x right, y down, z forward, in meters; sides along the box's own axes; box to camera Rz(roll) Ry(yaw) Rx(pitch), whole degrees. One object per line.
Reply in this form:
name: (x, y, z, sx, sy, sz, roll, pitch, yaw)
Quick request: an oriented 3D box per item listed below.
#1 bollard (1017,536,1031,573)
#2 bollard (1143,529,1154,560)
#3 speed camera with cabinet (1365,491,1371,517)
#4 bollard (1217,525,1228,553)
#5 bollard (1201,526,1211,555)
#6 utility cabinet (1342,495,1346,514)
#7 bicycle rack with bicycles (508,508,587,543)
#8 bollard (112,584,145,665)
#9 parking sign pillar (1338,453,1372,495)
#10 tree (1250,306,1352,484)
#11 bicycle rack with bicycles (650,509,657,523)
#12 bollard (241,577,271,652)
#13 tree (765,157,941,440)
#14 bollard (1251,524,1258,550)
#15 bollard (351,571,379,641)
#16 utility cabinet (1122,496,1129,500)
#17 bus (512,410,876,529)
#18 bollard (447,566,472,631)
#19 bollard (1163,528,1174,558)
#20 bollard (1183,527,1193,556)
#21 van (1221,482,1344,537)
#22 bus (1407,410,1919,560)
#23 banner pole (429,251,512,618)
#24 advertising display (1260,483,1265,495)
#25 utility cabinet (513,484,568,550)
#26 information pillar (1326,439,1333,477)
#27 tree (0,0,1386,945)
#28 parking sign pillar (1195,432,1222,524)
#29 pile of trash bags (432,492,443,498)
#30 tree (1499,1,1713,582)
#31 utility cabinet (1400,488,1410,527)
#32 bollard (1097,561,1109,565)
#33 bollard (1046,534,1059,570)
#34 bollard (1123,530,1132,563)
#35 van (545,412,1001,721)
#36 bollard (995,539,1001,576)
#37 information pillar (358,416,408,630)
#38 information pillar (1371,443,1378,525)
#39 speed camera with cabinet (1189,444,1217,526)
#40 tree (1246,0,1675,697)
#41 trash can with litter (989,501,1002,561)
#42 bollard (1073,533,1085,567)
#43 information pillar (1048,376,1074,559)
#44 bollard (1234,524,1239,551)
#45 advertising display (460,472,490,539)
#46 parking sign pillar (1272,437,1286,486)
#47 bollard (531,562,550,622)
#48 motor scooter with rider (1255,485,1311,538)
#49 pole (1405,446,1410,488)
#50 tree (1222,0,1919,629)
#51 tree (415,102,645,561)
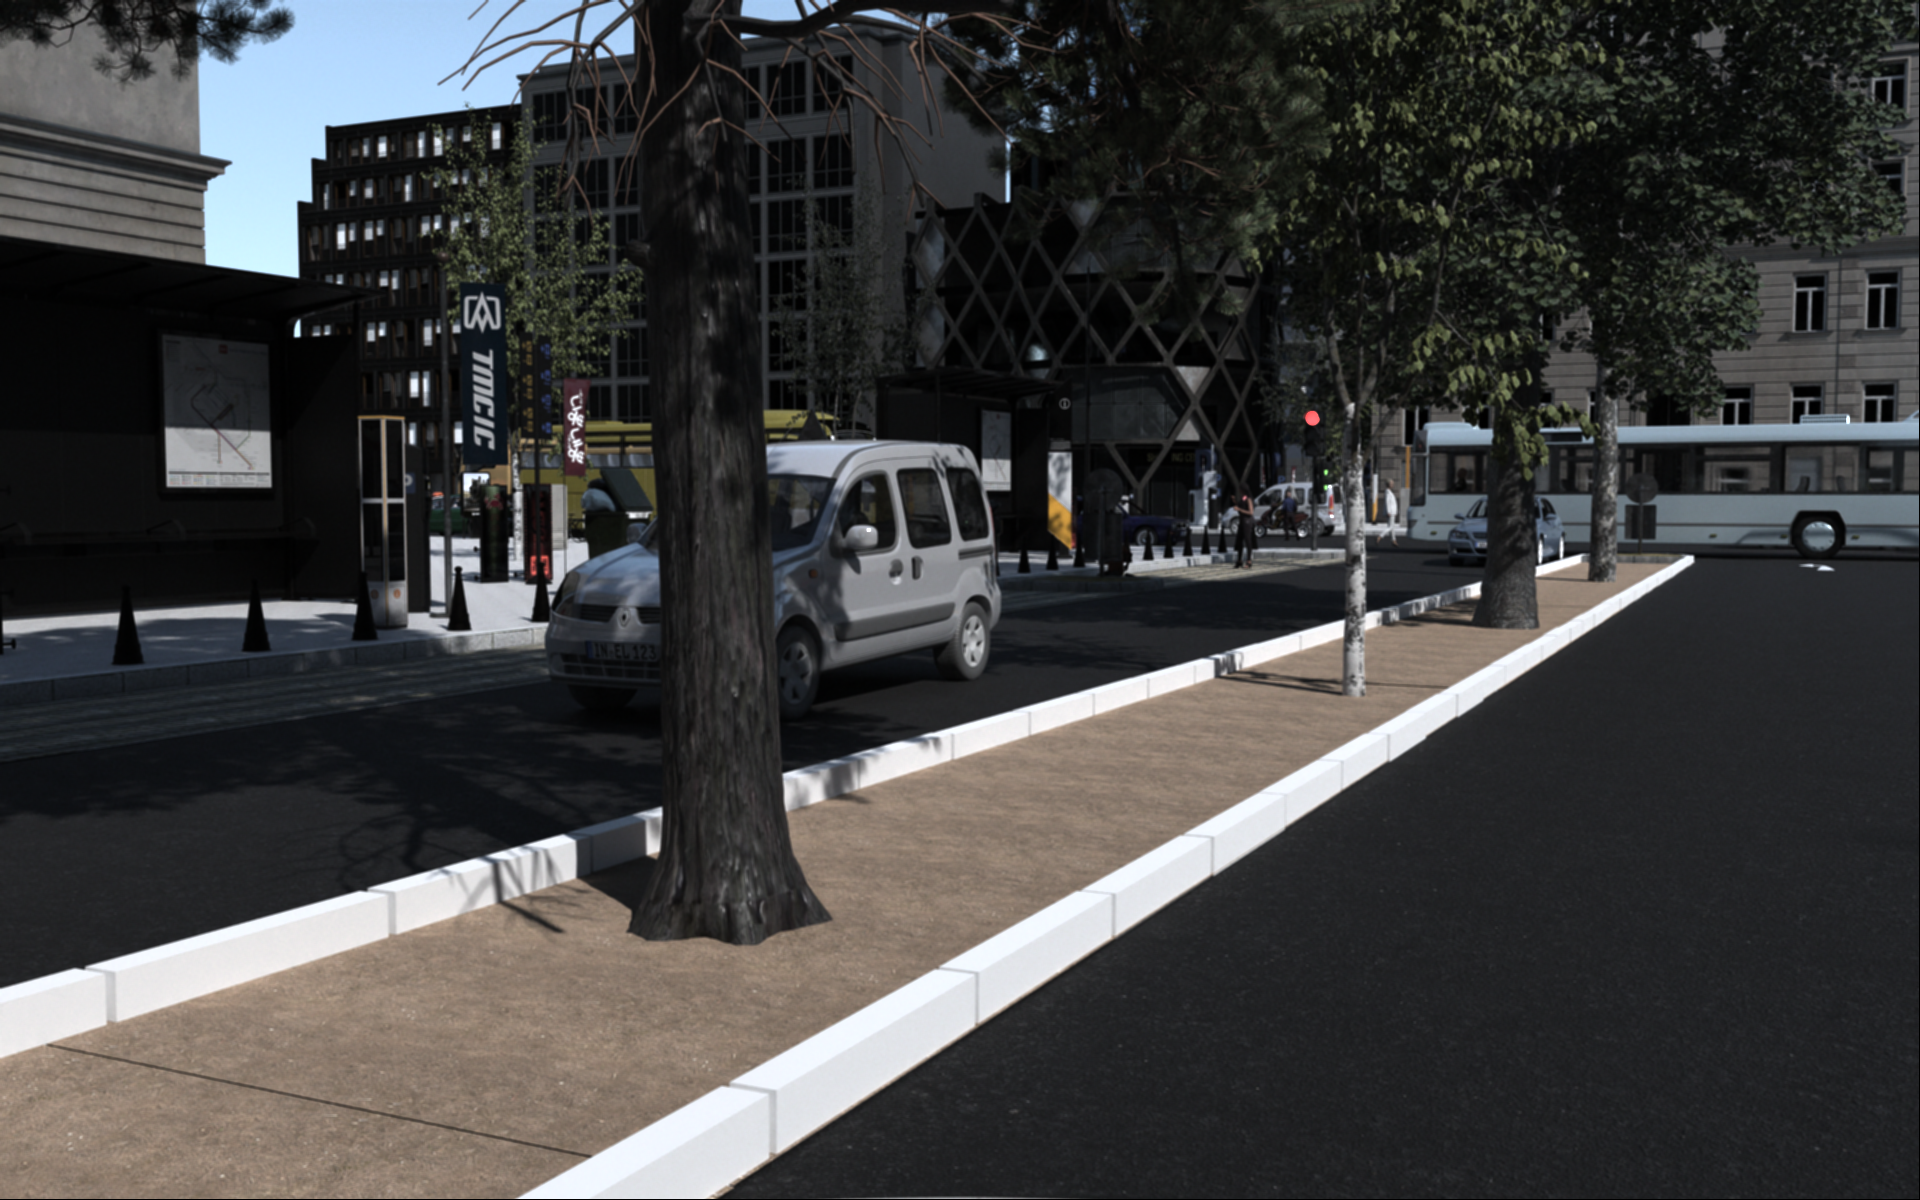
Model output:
bollard: (1.044, -0.744, 28.199, 0.229, 0.601, 0.229, 0, 3, 0)
bollard: (3.654, -1.073, 33.584, 0.229, 0.601, 0.229, 0, 3, 0)
speed camera with cabinet: (22.566, -6.169, 95.196, 2.038, 3.252, 0.660, 0, 4, 3)
bollard: (5.743, -1.337, 37.896, 0.229, 0.601, 0.229, 0, 3, 0)
bollard: (5.224, -1.271, 36.819, 0.229, 0.601, 0.229, 0, 3, 0)
utility cabinet: (24.398, -6.067, 110.356, 0.306, 1.237, 1.020, 1, 4, 21)
bicycle rack with bicycles: (-10.676, -1.976, 45.692, 2.925, 0.926, 2.852, 2, 4, 28)
bollard: (-6.290, 0.181, 13.079, 0.229, 0.601, 0.229, 0, 3, 0)
parking sign pillar: (25.821, -7.667, 113.830, 1.447, 3.967, 1.447, -2, 4, -29)
tree: (13.021, -7.009, 64.957, 4.360, 8.622, 3.978, 0, 3, 0)
bicycle rack with bicycles: (-16.133, -4.298, 83.649, 2.852, 0.926, 2.925, -1, 4, -9)
bollard: (-5.760, 0.115, 14.162, 0.229, 0.601, 0.229, 0, 3, 0)
tree: (-2.537, -5.407, 38.774, 4.360, 8.622, 3.978, 0, 3, 0)
bollard: (6.792, -1.469, 40.061, 0.229, 0.601, 0.229, 0, 3, 0)
bollard: (-5.242, 0.049, 15.239, 0.229, 0.601, 0.229, 0, 3, 0)
utility cabinet: (6.165, -3.504, 68.444, 1.020, 1.237, 0.306, -2, 4, -27)
bus: (-7.952, -3.721, 52.380, 12.252, 3.916, 2.896, 2, 4, 26)
bollard: (-4.720, -0.017, 16.314, 0.229, 0.601, 0.229, 0, 3, 0)
bollard: (4.178, -1.139, 34.666, 0.229, 0.601, 0.229, 0, 3, 0)
bollard: (4.703, -1.205, 35.744, 0.229, 0.601, 0.229, 0, 3, 0)
van: (11.002, -3.197, 59.277, 4.112, 2.044, 2.013, 2, 4, 26)
bus: (16.380, -2.764, 40.050, 13.247, 3.499, 2.948, 2, 4, 27)
banner pole: (-5.122, -1.716, 18.069, 0.863, 3.779, 0.401, -1, 4, -21)
advertising display: (18.028, -5.999, 103.299, 0.974, 1.923, 0.123, 3, 4, 39)
utility cabinet: (-9.575, -1.887, 39.535, 1.173, 1.500, 0.318, -2, 4, -31)
information pillar: (15.748, -5.042, 73.792, 0.183, 3.616, 0.504, -1, 4, -14)
tree: (-0.857, -4.950, 5.447, 6.751, 12.117, 7.091, 0, 3, 0)
parking sign pillar: (10.742, -5.291, 74.973, 1.447, 3.967, 1.447, -2, 4, -34)
pile of trash bags: (-23.454, -4.390, 81.534, 1.912, 1.369, 3.447, 2, 4, 32)
tree: (9.741, -10.431, 28.896, 12.611, 20.169, 13.585, 0, 3, 0)
utility cabinet: (17.464, -3.526, 66.334, 1.173, 1.500, 0.318, 1, 4, 22)
bollard: (2.611, -0.941, 31.433, 0.229, 0.601, 0.229, 0, 3, 0)
bollard: (1.561, -0.809, 29.276, 0.229, 0.601, 0.229, 0, 3, 0)
bollard: (3.129, -1.007, 32.510, 0.229, 0.601, 0.229, 0, 3, 0)
van: (-1.197, -0.331, 12.417, 2.013, 2.044, 4.112, 2, 4, 26)
bollard: (0.521, -0.678, 27.124, 0.229, 0.601, 0.229, 0, 3, 0)
information pillar: (-5.473, -0.731, 16.440, 0.304, 2.012, 0.304, 1, 4, 22)
information pillar: (17.260, -4.931, 71.972, 0.183, 3.616, 0.504, 2, 4, 25)
speed camera with cabinet: (9.716, -4.588, 69.347, 0.660, 3.252, 2.038, 0, 4, -8)
tree: (2.716, -3.605, 11.754, 4.737, 8.622, 4.395, 0, 3, 0)
trash can with litter: (0.216, -1.115, 29.619, 1.055, 1.170, 0.624, 3, 5, 43)
bollard: (2.090, -0.876, 30.357, 0.229, 0.601, 0.229, 0, 3, 0)
information pillar: (1.991, -2.629, 34.334, 0.504, 3.616, 0.183, -1, 4, -11)
bollard: (6.269, -1.403, 38.974, 0.229, 0.601, 0.229, 0, 3, 0)
advertising display: (-13.949, -2.732, 49.888, 0.123, 1.923, 0.974, 3, 4, 37)
parking sign pillar: (14.973, -5.672, 81.211, 1.447, 3.967, 1.447, 0, 4, 2)
bollard: (-4.200, -0.083, 17.391, 0.229, 0.601, 0.229, 0, 3, 0)
motor scooter with rider: (10.552, -2.908, 56.506, 1.986, 1.779, 0.876, 2, 4, 25)
pole: (19.019, -4.879, 73.622, 0.158, 3.312, 0.155, 0, 3, 0)
tree: (5.895, -6.676, 18.257, 9.857, 13.997, 8.962, 0, 3, 0)
tree: (-8.315, -5.054, 33.001, 4.737, 8.622, 4.395, 0, 3, 0)
